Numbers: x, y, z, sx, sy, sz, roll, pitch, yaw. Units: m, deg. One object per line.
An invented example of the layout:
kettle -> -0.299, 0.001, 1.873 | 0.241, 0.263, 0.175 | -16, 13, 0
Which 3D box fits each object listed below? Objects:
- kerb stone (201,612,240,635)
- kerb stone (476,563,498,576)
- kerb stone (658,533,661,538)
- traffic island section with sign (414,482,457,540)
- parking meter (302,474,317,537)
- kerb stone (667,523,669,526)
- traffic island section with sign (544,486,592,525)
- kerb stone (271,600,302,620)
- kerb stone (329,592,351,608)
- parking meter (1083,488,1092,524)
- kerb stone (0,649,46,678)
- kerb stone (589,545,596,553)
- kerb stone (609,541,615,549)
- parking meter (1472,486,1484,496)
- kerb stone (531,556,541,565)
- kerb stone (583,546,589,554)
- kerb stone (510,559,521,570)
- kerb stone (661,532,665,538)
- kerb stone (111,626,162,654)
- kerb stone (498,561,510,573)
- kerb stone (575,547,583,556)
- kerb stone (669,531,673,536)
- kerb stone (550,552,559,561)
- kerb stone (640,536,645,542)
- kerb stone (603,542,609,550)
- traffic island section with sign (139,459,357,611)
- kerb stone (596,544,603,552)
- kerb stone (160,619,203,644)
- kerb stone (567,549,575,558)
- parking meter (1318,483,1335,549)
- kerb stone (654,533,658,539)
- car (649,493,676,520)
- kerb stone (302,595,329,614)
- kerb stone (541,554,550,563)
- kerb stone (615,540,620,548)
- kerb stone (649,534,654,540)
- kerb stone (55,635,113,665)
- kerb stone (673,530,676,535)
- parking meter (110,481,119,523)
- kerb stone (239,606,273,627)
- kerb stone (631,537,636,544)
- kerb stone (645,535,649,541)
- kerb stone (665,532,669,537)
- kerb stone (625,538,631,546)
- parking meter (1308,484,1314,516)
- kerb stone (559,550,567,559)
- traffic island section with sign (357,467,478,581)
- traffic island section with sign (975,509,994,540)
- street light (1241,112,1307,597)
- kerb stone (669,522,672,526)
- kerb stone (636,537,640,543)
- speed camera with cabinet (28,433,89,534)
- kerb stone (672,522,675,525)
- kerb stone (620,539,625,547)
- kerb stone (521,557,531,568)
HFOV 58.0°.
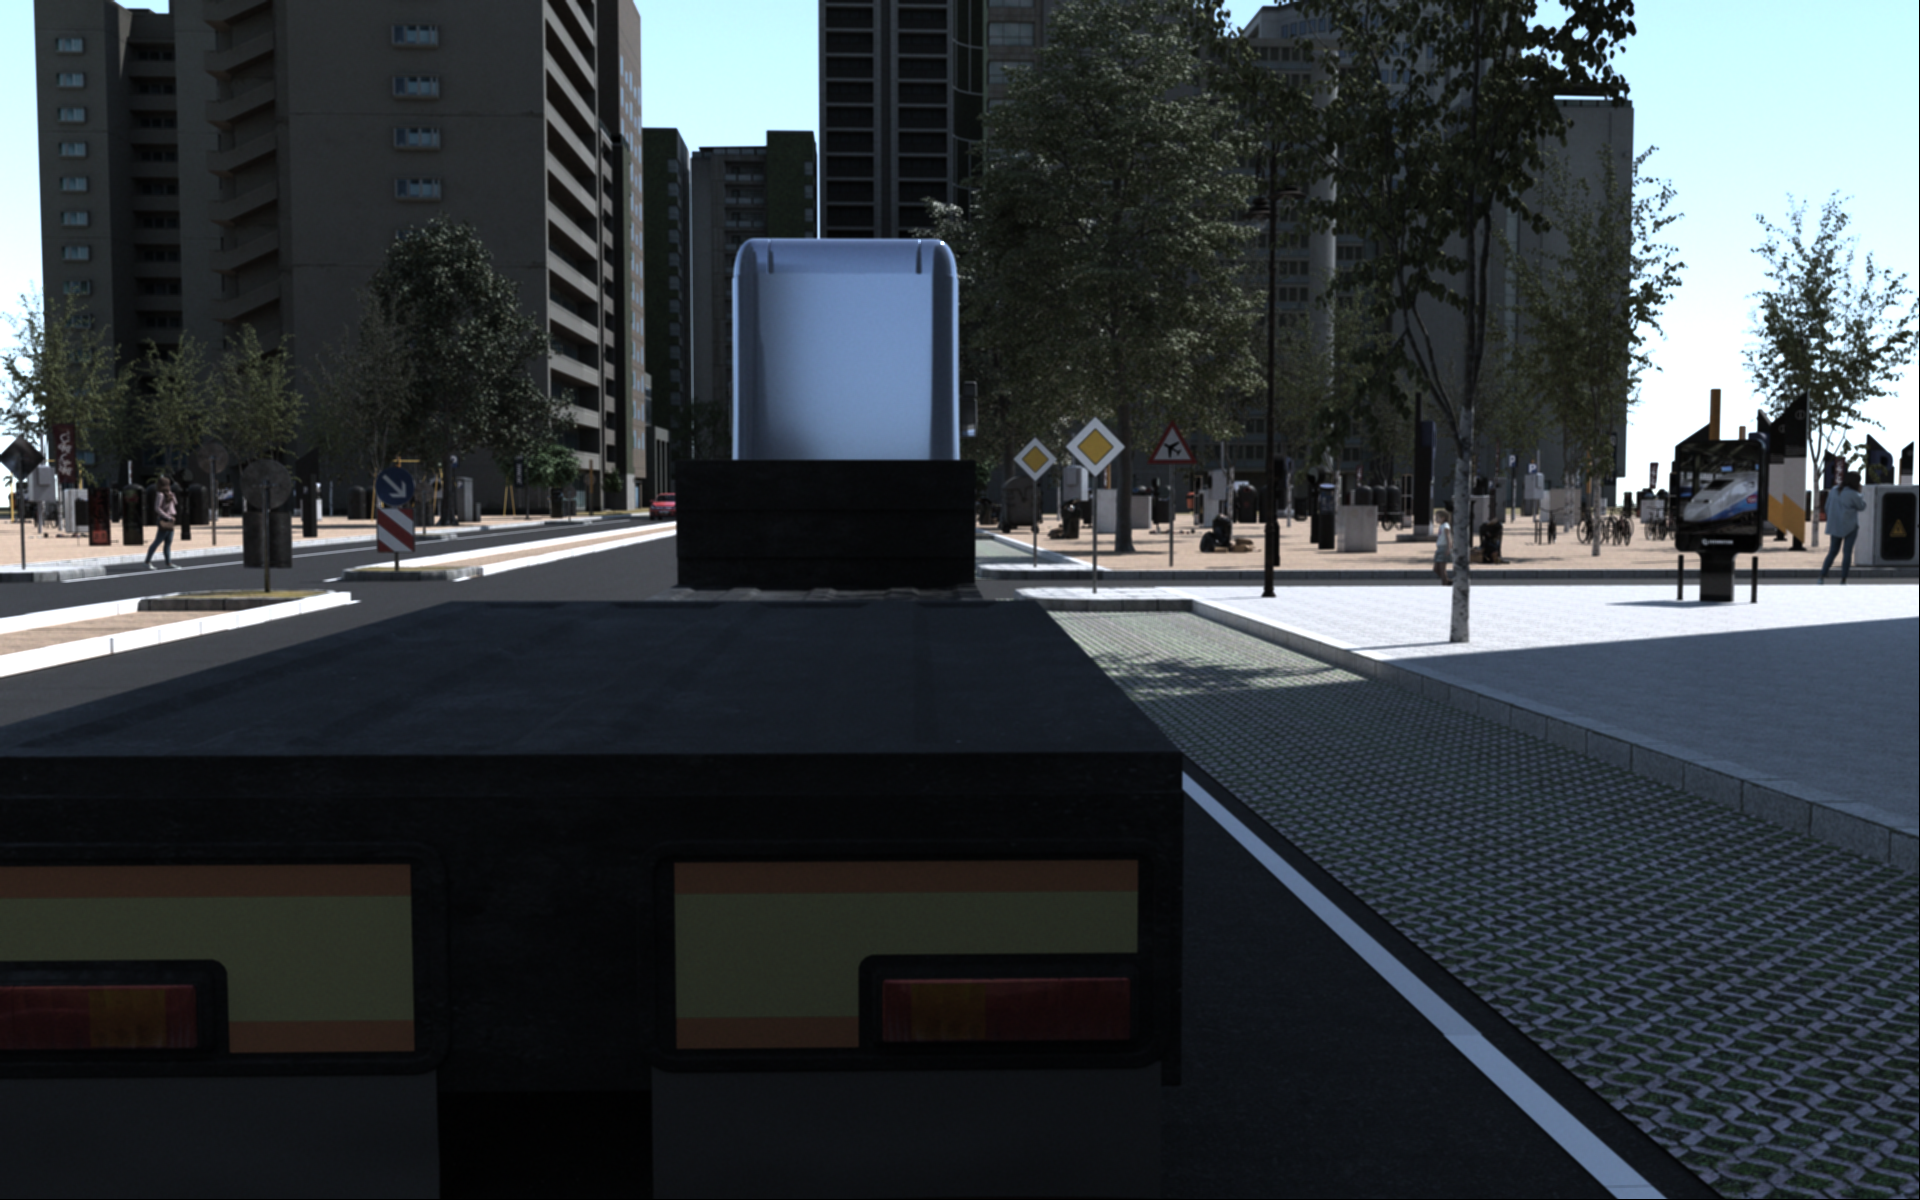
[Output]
kerb stone -> -7.771, 0.255, 18.037 | 0.120, 0.150, 1.000 | 0, 4, -3
kerb stone -> -8.447, -0.531, 30.870 | 0.120, 0.150, 1.000 | 0, 4, -3
kerb stone -> -9.763, -2.034, 55.446 | 0.120, 0.150, 1.000 | 0, 4, -3
traffic island section with sign -> -16.936, -2.803, 54.460 | 1.989, 1.847, 2.006 | 0, 4, -3
parking meter -> -19.312, -2.795, 51.402 | 0.399, 1.863, 0.255 | 2, 4, 32
kerb stone -> -12.945, -3.279, 75.800 | 0.120, 0.150, 1.000 | 0, 4, -3
traffic island section with sign -> -18.372, -4.449, 81.377 | 1.989, 1.847, 2.006 | 0, 4, -3
kerb stone -> -7.881, 0.130, 20.078 | 0.120, 0.150, 1.000 | 0, 4, -3
kerb stone -> -7.994, 0.006, 22.124 | 0.120, 0.150, 1.000 | 0, 4, -3
parking meter -> 5.464, -4.014, 74.037 | 0.372, 1.533, 0.369 | 0, 3, 0
kerb stone -> -7.554, 0.508, 13.936 | 0.120, 0.150, 1.000 | 0, 4, -3
kerb stone -> -9.054, -1.215, 42.137 | 0.120, 0.150, 1.000 | 0, 4, -3
kerb stone -> -9.218, -1.407, 45.202 | 0.120, 0.150, 1.000 | 0, 4, -3
parking meter -> 17.336, -3.031, 57.975 | 0.372, 1.533, 0.369 | 0, 3, 0
kerb stone -> -8.667, -0.781, 34.965 | 0.120, 0.150, 1.000 | 0, 4, -3
kerb stone -> -8.999, -1.157, 41.116 | 0.120, 0.150, 1.000 | 0, 4, -3
kerb stone -> -8.564, -0.656, 32.923 | 0.120, 0.150, 1.000 | 0, 4, -3
kerb stone -> -9.818, -2.097, 56.477 | 0.120, 0.150, 1.000 | 0, 4, -3
kerb stone -> -7.659, 0.380, 15.985 | 0.120, 0.150, 1.000 | 0, 4, -3
kerb stone -> -8.504, -0.590, 31.891 | 0.120, 0.150, 1.000 | 0, 4, -3
kerb stone -> -8.941, -1.095, 40.094 | 0.120, 0.150, 1.000 | 0, 4, -3
kerb stone -> -9.918, -2.223, 58.533 | 0.120, 0.150, 1.000 | 0, 4, -3
kerb stone -> -8.774, -0.906, 37.010 | 0.120, 0.150, 1.000 | 0, 4, -3
kerb stone -> -9.540, -1.784, 51.358 | 0.120, 0.150, 1.000 | 0, 4, -3
kerb stone -> -9.158, -1.343, 44.182 | 0.120, 0.150, 1.000 | 0, 4, -3
traffic island section with sign -> -9.034, -0.850, 22.036 | 2.006, 1.907, 1.989 | 0, 4, -3
kerb stone -> -9.098, -1.282, 43.161 | 0.120, 0.150, 1.000 | 0, 4, -3
kerb stone -> -7.717, 0.317, 17.012 | 0.120, 0.150, 1.000 | 0, 4, -3
kerb stone -> -8.896, -1.027, 39.063 | 0.120, 0.150, 1.000 | 0, 4, -3
parking meter -> 8.540, -1.951, 40.302 | 0.372, 1.533, 0.369 | 0, 3, 0
kerb stone -> -9.702, -1.971, 54.425 | 0.120, 0.150, 1.000 | 0, 4, -3
car -> -16.089, -5.325, 96.097 | 2.155, 1.783, 4.494 | 0, 4, -1
kerb stone -> -7.934, 0.067, 21.104 | 0.120, 0.150, 1.000 | 0, 4, -3
kerb stone -> -8.718, -0.835, 35.990 | 0.120, 0.150, 1.000 | 0, 4, -3
kerb stone -> -9.272, -1.470, 46.226 | 0.120, 0.150, 1.000 | 0, 4, -3
kerb stone -> -9.652, -1.907, 53.405 | 0.120, 0.150, 1.000 | 0, 4, -3
kerb stone -> -7.618, 0.443, 14.956 | 0.120, 0.150, 1.000 | 0, 4, -3
kerb stone -> -9.976, -2.276, 59.555 | 0.120, 0.150, 1.000 | 0, 4, -3
parking meter -> -38.156, -4.433, 78.197 | 0.255, 1.863, 0.399 | -3, 5, -40
kerb stone -> -7.825, 0.192, 19.057 | 0.120, 0.150, 1.000 | 0, 4, -3
kerb stone -> -9.437, -1.658, 49.311 | 0.120, 0.150, 1.000 | 0, 4, -3
kerb stone -> -9.596, -1.844, 52.384 | 0.120, 0.150, 1.000 | 0, 4, -3
kerb stone -> -9.868, -2.157, 57.512 | 0.120, 0.150, 1.000 | 0, 4, -3
kerb stone -> -9.376, -1.595, 48.278 | 0.120, 0.150, 1.000 | 0, 4, -3
parking meter -> 20.203, -5.739, 99.539 | 0.399, 1.863, 0.255 | -3, 5, -43
kerb stone -> -8.843, -0.969, 38.039 | 0.120, 0.150, 1.000 | 0, 4, -3
traffic island section with sign -> -9.418, -1.303, 29.433 | 2.006, 1.907, 1.989 | 0, 4, -3
traffic island section with sign -> 0.033, -2.831, 54.907 | 1.989, 1.847, 2.006 | 0, 4, -3
street light -> 3.851, -2.975, 21.423 | 0.468, 5.910, 1.993 | 0, 4, -3
kerb stone -> -13.006, -3.334, 76.825 | 0.120, 0.150, 1.000 | 0, 4, -3
kerb stone -> -9.493, -1.717, 50.332 | 0.120, 0.150, 1.000 | 0, 4, -3
speed camera with cabinet -> -29.298, -3.812, 56.667 | 2.038, 3.252, 0.660 | -3, 5, -43
kerb stone -> -13.054, -3.404, 77.846 | 0.120, 0.150, 1.000 | 0, 4, -3
kerb stone -> -9.332, -1.532, 47.246 | 0.120, 0.150, 1.000 | 0, 4, -3
kerb stone -> -8.622, -0.719, 33.944 | 0.120, 0.150, 1.000 | 0, 4, -3
